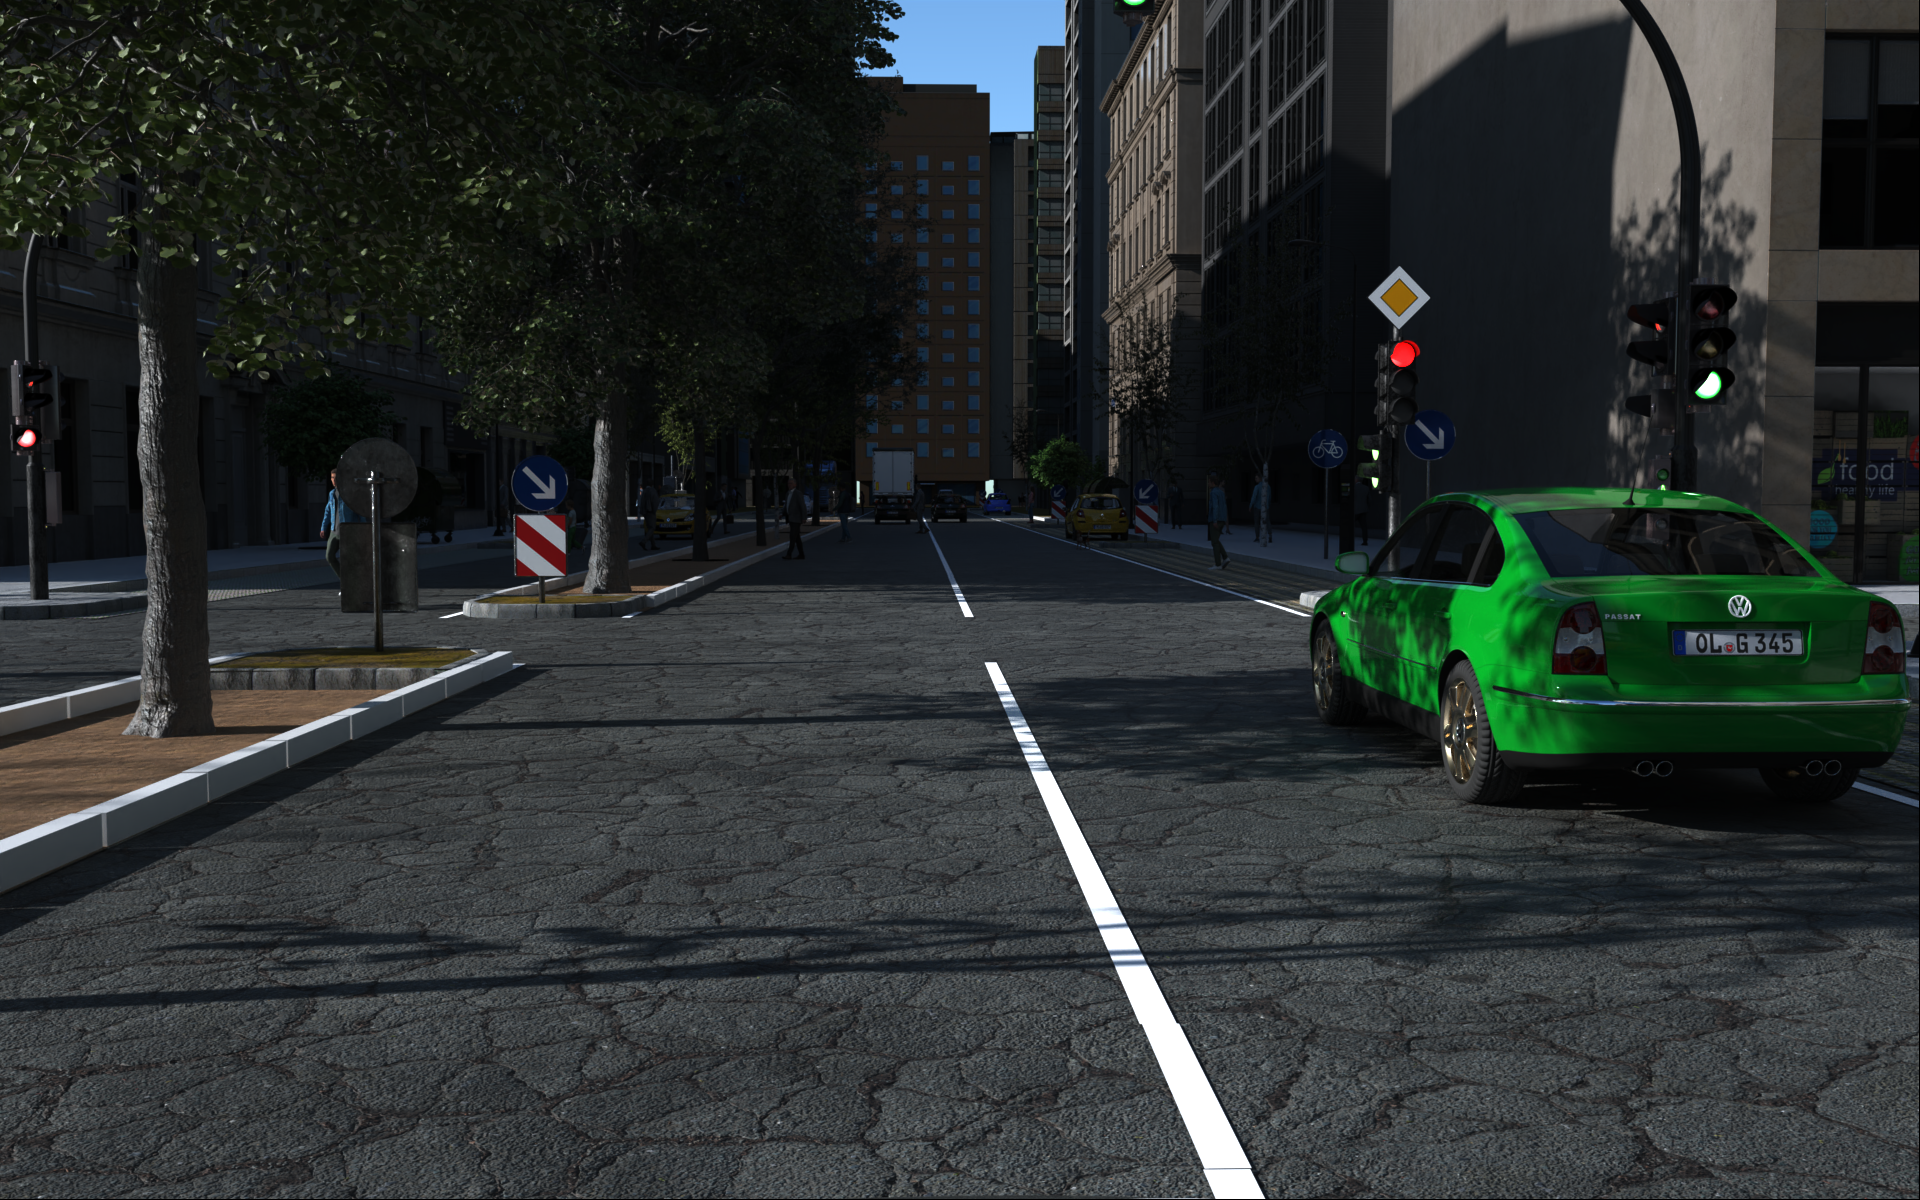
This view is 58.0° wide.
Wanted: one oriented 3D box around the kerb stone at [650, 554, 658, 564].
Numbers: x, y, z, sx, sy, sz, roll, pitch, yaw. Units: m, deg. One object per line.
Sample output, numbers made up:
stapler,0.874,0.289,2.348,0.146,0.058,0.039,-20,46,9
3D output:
kerb stone,-6.392,-0.821,35.612,0.120,0.150,1.000,0,4,-2

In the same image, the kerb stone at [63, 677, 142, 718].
kerb stone,-5.723,0.656,11.493,0.120,0.150,1.000,0,4,-2

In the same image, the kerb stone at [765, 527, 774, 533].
kerb stone,-7.208,-2.642,65.386,0.120,0.150,1.000,0,4,-2

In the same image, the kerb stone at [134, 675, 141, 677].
kerb stone,-5.761,0.594,12.520,0.120,0.150,1.000,0,4,-2

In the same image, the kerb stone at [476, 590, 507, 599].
kerb stone,-6.032,0.000,22.270,0.120,0.150,1.000,0,4,-2

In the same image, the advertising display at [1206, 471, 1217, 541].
advertising display,6.962,-2.611,47.900,0.123,1.923,0.974,1,4,18

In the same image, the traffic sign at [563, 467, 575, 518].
traffic sign,-14.615,-3.810,64.426,0.606,2.300,0.079,0,4,3

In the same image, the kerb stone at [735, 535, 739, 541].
kerb stone,-6.841,-1.825,52.037,0.120,0.150,1.000,0,4,-2

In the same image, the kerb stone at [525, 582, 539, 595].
kerb stone,-6.085,-0.129,24.324,0.120,0.150,1.000,0,4,-2

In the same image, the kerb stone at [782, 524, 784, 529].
kerb stone,-7.358,-2.953,70.517,0.120,0.150,1.000,0,4,-2

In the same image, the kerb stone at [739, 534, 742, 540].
kerb stone,-6.875,-1.882,53.071,0.120,0.150,1.000,0,4,-2

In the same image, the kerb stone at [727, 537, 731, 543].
kerb stone,-6.791,-1.699,49.980,0.120,0.150,1.000,0,4,-2

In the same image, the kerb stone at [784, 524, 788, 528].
kerb stone,-7.412,-3.078,72.561,0.120,0.150,1.000,0,4,-2

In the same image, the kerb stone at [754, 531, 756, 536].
kerb stone,-7.016,-2.200,58.193,0.120,0.150,1.000,0,4,-2

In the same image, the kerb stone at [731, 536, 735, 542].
kerb stone,-6.813,-1.762,51.003,0.120,0.150,1.000,0,4,-2

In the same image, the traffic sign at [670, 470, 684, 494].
traffic sign,-14.928,-5.577,91.294,0.768,2.556,0.104,0,4,6

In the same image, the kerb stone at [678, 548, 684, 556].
kerb stone,-6.510,-1.065,39.701,0.120,0.150,1.000,0,4,-2

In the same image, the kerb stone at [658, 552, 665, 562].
kerb stone,-6.418,-0.877,36.635,0.120,0.150,1.000,0,4,-2

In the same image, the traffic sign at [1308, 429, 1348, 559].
traffic sign,7.227,-2.080,34.117,0.768,2.556,0.104,0,4,5

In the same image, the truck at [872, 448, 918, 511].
truck,-4.149,-7.409,110.045,2.839,4.237,11.283,0,4,-1

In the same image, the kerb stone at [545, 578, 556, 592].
kerb stone,-6.110,-0.193,25.351,0.120,0.150,1.000,0,4,-2

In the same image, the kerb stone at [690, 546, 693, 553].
kerb stone,-6.563,-1.196,41.757,0.120,0.150,1.000,0,4,-2

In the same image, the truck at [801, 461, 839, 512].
truck,-11.216,-9.492,144.957,2.967,4.110,18.799,0,4,-1

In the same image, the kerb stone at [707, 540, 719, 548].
kerb stone,-6.702,-1.511,46.893,0.120,0.150,1.000,0,4,-2

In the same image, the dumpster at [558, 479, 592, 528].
dumpster,-14.570,-3.669,65.744,1.264,1.857,1.865,0,4,-2

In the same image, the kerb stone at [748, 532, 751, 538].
kerb stone,-6.956,-2.076,56.139,0.120,0.150,1.000,0,4,-2

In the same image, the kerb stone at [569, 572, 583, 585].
kerb stone,-6.162,-0.319,27.408,0.120,0.150,1.000,0,4,-2

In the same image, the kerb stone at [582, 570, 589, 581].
kerb stone,-6.196,-0.382,28.436,0.120,0.150,1.000,0,4,-2

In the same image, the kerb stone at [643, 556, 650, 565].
kerb stone,-6.370,-0.750,34.587,0.120,0.150,1.000,0,4,-2

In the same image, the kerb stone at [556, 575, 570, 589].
kerb stone,-6.145,-0.252,26.384,0.120,0.150,1.000,0,4,-2

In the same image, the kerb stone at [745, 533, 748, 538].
kerb stone,-6.928,-2.012,55.116,0.120,0.150,1.000,0,4,-2

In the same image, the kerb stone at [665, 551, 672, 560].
kerb stone,-6.455,-0.944,37.657,0.120,0.150,1.000,0,4,-2

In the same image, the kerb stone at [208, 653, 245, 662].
kerb stone,-5.788,0.531,13.549,0.120,0.150,1.000,0,4,-2

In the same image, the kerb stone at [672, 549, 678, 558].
kerb stone,-6.477,-1.008,38.679,0.120,0.150,1.000,0,4,-2

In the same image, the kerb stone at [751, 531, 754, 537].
kerb stone,-6.979,-2.139,57.168,0.120,0.150,1.000,0,4,-2

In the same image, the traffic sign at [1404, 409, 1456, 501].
traffic sign,7.070,-1.593,26.148,0.768,2.556,0.104,0,4,1

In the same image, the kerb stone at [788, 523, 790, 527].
kerb stone,-7.440,-3.139,73.583,0.120,0.150,1.000,0,4,-2

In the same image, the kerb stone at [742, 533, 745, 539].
kerb stone,-6.900,-1.948,54.092,0.120,0.150,1.000,0,4,-2

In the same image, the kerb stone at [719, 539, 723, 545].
kerb stone,-6.738,-1.568,47.925,0.120,0.150,1.000,0,4,-2

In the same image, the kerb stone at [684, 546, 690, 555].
kerb stone,-6.536,-1.131,40.730,0.120,0.150,1.000,0,4,-2

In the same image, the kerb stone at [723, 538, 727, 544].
kerb stone,-6.758,-1.636,48.946,0.120,0.150,1.000,0,4,-2

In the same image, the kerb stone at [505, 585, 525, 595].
kerb stone,-6.060,-0.068,23.302,0.120,0.150,1.000,0,4,-2

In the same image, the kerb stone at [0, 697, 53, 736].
kerb stone,-5.703,0.717,10.471,0.120,0.150,1.000,0,4,-2

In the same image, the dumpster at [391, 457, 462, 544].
dumpster,-13.931,-2.598,44.975,1.502,2.255,1.985,0,4,-1

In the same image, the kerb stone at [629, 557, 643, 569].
kerb stone,-6.339,-0.695,33.560,0.120,0.150,1.000,0,4,-2

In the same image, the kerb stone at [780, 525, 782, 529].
kerb stone,-7.330,-2.893,69.495,0.120,0.150,1.000,0,4,-2
